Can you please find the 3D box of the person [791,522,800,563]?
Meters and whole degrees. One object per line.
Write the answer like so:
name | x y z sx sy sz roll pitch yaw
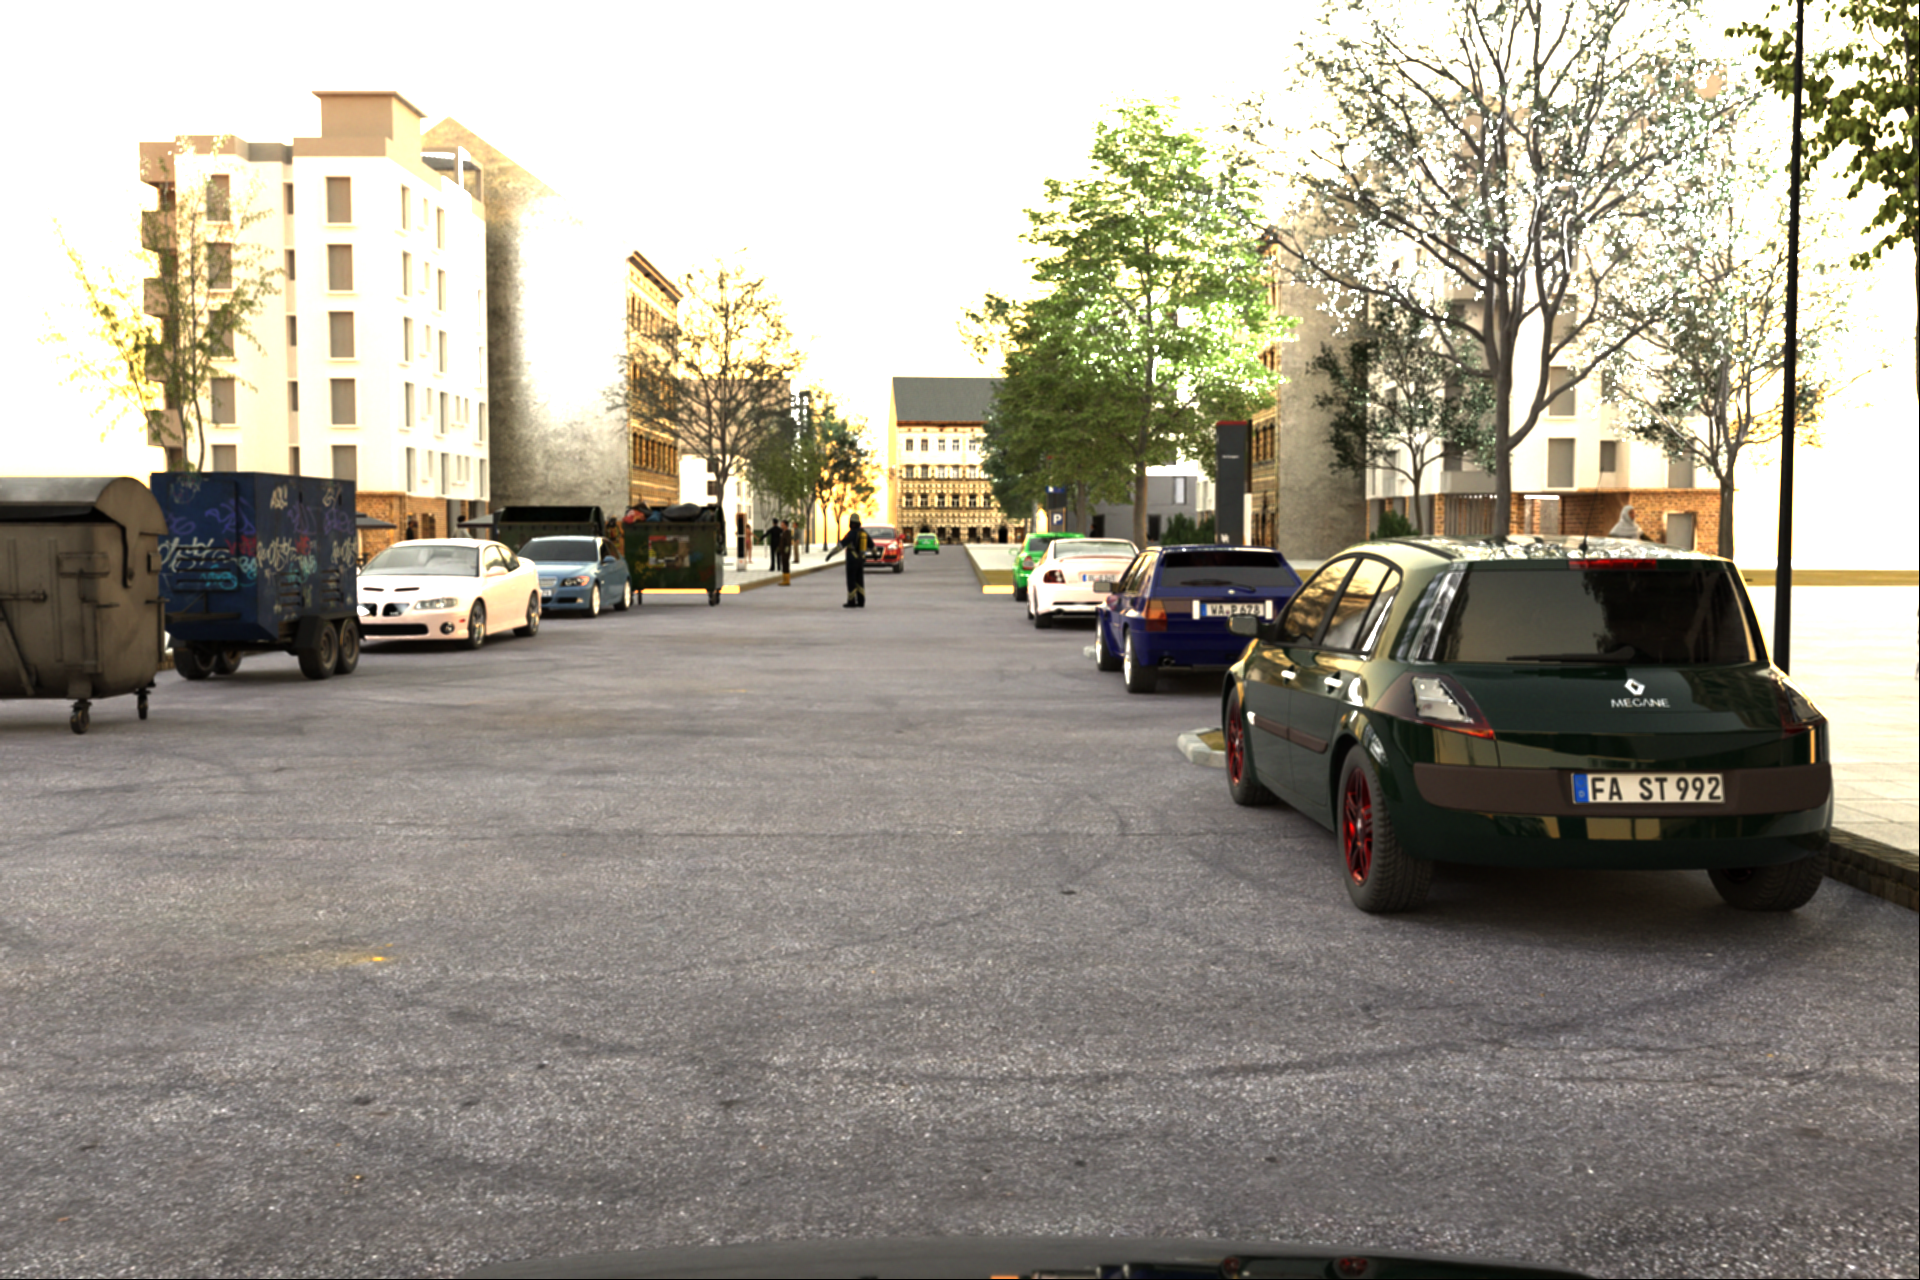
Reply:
person | -7.264 -4.292 76.448 0.705 1.796 1.348 -1 4 -21

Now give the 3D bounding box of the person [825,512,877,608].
person | -2.067 -1.569 33.894 0.705 1.856 1.354 3 5 43

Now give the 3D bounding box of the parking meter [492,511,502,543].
parking meter | -10.824 -2.152 40.890 0.399 1.863 0.255 0 3 0

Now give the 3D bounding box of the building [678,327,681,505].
building | -30.130 -17.644 119.406 19.493 23.208 18.063 0 4 -1

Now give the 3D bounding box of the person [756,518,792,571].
person | -6.418 -3.316 60.157 1.347 1.837 0.705 -2 4 -28

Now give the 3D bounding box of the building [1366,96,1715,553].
building | 24.537 -13.746 81.175 16.016 20.090 11.380 0 3 0

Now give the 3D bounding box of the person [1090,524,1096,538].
person | 5.993 -4.428 79.116 0.721 1.740 1.216 0 4 5

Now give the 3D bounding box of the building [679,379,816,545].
building | -27.455 -21.182 212.785 16.747 18.905 31.486 0 4 0

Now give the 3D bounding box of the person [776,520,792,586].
person | -4.886 -2.419 48.153 0.704 1.812 1.346 -1 4 -17

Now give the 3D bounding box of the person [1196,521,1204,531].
person | 9.262 -3.681 66.306 1.348 1.813 0.705 1 4 18

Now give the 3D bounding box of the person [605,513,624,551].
person | -9.414 -2.519 46.961 1.354 1.858 0.705 -3 4 -36

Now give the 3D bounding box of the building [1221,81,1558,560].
building | 24.808 -16.069 93.656 19.493 23.208 18.063 0 4 0

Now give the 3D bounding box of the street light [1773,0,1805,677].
street light | 6.146 -2.392 11.653 1.470 5.913 1.316 0 3 0

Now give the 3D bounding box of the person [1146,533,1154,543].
person | 7.997 -4.223 75.229 0.705 1.806 1.347 -1 4 -21

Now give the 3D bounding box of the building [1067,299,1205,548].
building | 22.315 -19.760 167.058 27.936 21.610 32.646 0 4 0

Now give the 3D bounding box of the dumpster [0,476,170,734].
dumpster | -7.018 -0.283 12.841 1.865 1.857 1.264 0 3 0

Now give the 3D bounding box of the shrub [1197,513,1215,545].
shrub | 9.064 -3.506 61.746 1.690 2.028 1.600 0 3 0

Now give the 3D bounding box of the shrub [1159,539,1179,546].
shrub | 5.267 -2.002 43.842 1.383 1.207 1.383 0 3 0

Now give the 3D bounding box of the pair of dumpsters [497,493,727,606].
pair of dumpsters | -6.957 -1.821 34.730 4.436 2.255 1.574 0 3 0

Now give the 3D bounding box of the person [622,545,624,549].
person | -8.153 -2.375 44.965 1.347 1.817 0.704 2 4 24

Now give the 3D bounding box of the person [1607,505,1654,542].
person | 10.577 -1.254 27.274 1.217 1.736 0.721 -1 4 -20

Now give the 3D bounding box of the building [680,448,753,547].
building | -26.327 -14.742 183.177 9.099 9.664 28.070 0 4 1

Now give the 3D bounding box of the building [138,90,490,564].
building | -29.024 -13.385 75.271 16.016 20.090 11.380 0 4 0

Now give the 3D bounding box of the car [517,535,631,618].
car | -7.075 -1.168 31.102 2.014 1.417 4.499 0 4 0

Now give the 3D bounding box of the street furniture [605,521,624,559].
street furniture | -14.272 -3.260 60.151 9.812 1.723 11.010 0 4 7

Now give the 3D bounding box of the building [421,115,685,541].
building | -26.932 -16.487 100.484 19.493 23.208 18.063 0 4 -1

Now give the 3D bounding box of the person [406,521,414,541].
person | -22.591 -3.979 71.278 0.704 1.802 1.346 -1 4 -22

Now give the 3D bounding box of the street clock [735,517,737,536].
street clock | -7.675 -3.409 60.303 0.358 2.002 0.471 0 4 0

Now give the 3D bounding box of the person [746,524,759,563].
person | -9.359 -4.292 76.971 1.217 1.733 0.721 2 4 35

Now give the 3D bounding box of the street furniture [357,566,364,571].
street furniture | -16.937 -1.652 42.639 5.734 0.657 10.072 -1 4 -15

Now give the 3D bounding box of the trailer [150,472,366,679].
trailer | -6.945 -0.588 16.668 1.471 1.999 3.904 0 4 0

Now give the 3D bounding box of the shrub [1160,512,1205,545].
shrub | 7.131 -3.150 55.927 1.690 2.028 1.600 0 3 0

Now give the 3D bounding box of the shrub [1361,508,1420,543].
shrub | 12.131 -2.706 48.657 1.690 2.028 1.600 0 3 0

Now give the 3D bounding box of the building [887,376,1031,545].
building | -0.427 -24.860 239.844 18.063 23.208 19.493 0 4 -6

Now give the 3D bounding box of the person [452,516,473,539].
person | -14.157 -2.641 49.369 0.705 1.806 1.347 -3 5 -45

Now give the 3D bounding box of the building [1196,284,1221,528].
building | 22.538 -16.513 126.404 16.016 20.090 11.380 0 4 0
